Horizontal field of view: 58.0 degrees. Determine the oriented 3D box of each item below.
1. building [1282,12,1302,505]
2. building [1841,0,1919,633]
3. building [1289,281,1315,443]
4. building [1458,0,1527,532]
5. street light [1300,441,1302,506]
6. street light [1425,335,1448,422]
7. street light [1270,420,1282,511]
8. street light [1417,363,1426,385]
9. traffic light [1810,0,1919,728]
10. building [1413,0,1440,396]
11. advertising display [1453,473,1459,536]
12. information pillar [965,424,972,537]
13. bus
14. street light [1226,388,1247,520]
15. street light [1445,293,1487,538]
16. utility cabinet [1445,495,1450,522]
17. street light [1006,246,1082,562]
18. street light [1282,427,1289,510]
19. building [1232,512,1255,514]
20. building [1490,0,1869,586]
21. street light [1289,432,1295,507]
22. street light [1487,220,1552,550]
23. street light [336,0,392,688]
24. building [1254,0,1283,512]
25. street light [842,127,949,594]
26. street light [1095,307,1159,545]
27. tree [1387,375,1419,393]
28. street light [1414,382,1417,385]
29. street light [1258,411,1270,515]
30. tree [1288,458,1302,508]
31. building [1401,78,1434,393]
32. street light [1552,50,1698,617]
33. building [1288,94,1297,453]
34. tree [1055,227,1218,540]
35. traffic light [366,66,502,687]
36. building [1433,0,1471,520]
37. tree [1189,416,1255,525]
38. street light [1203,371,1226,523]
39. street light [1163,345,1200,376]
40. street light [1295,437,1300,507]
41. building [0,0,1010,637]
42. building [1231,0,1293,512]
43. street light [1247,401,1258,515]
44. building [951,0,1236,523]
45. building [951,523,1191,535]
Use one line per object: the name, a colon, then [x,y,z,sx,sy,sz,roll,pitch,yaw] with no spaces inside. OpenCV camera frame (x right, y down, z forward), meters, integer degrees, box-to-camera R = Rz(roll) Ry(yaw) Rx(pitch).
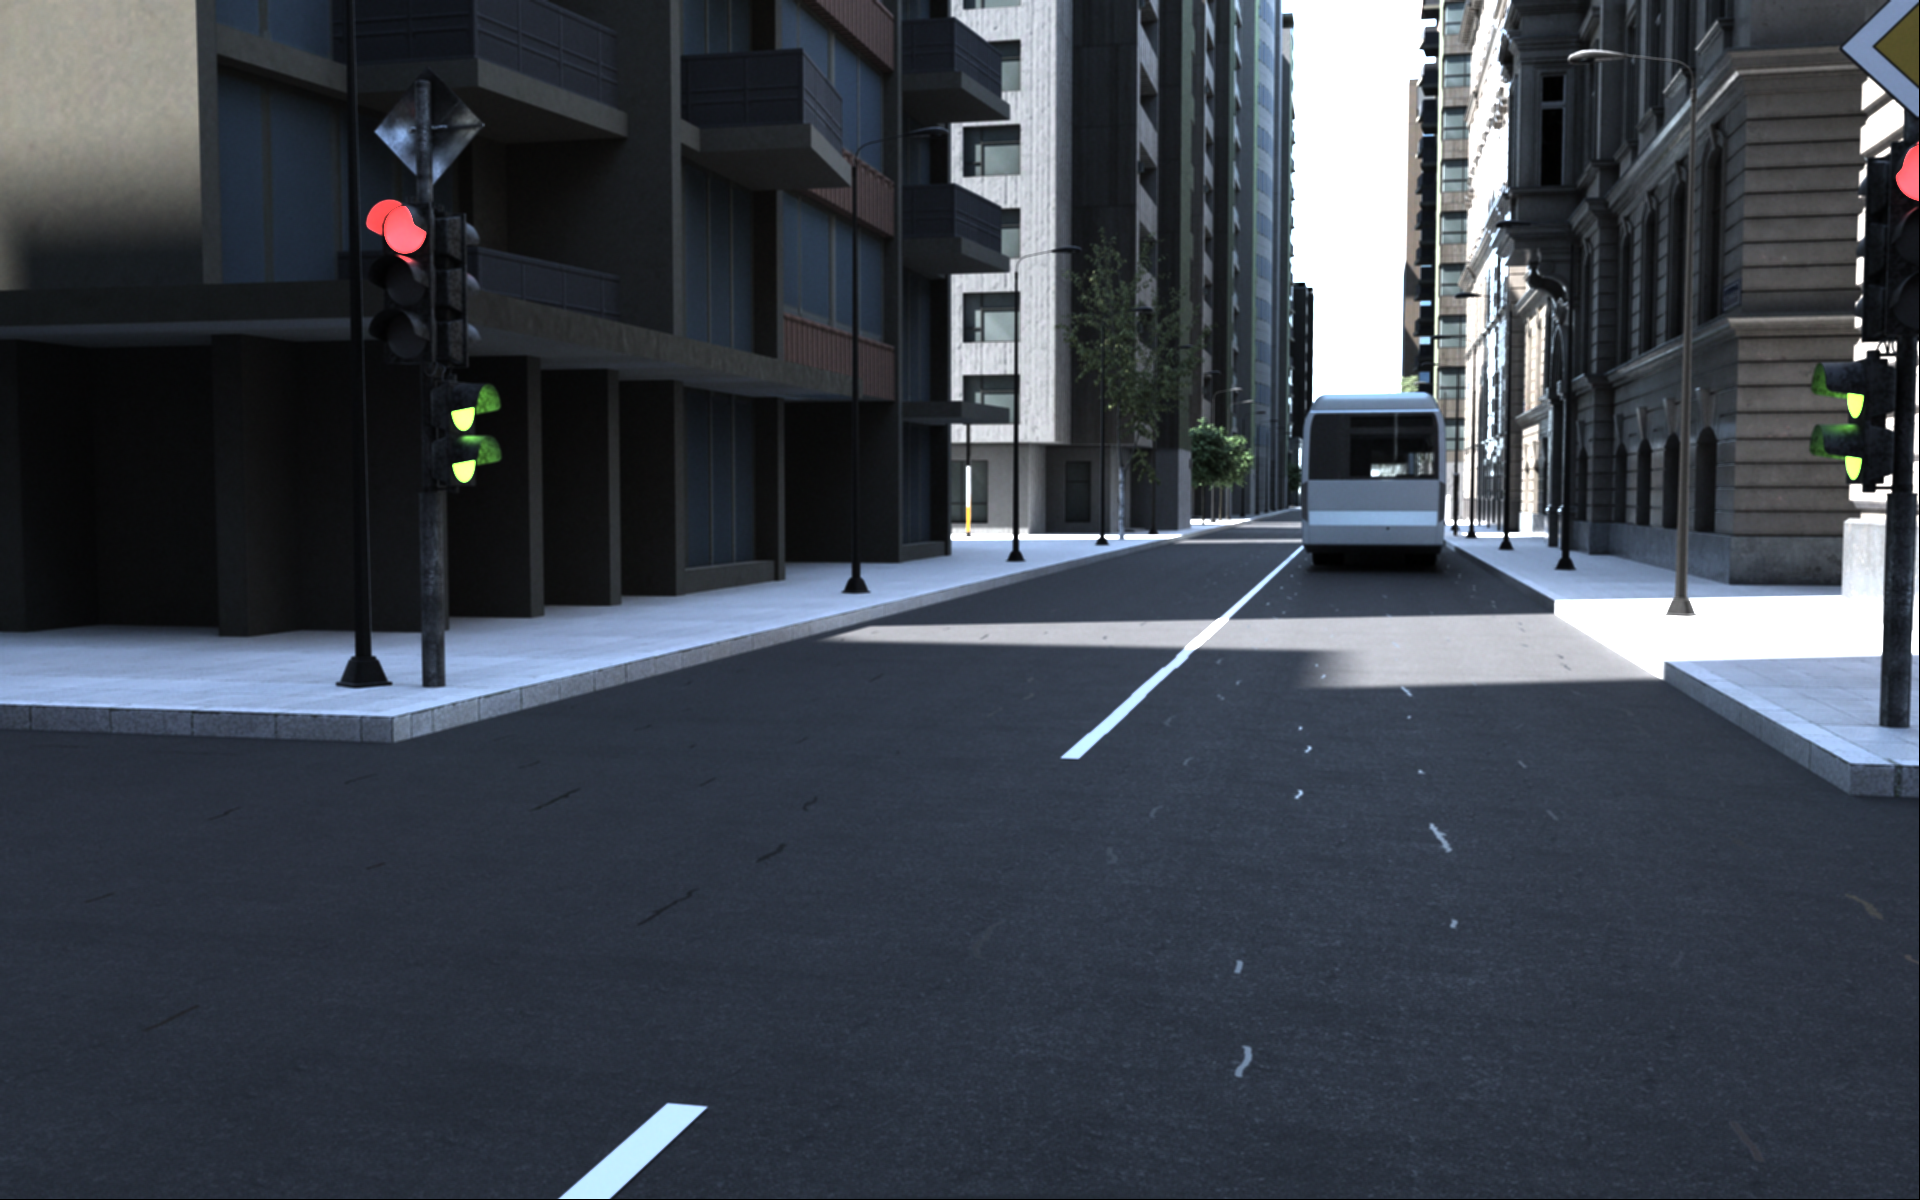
building: [30.864,-54.921,210.634,22.319,86.520,31.000,1,4,13]
building: [17.387,-11.149,11.164,19.941,23.489,11.050,1,4,13]
building: [40.315,-28.240,233.426,14.160,30.474,14.107,1,4,13]
building: [26.533,-16.562,68.054,12.463,27.353,25.104,1,4,13]
street light: [29.229,-10.962,151.772,1.470,5.913,1.316,1,4,13]
street light: [14.441,-4.776,50.629,1.470,5.913,1.316,1,4,13]
street light: [19.170,-8.307,108.353,1.470,5.913,1.316,1,4,13]
street light: [16.992,-5.424,61.229,1.470,5.913,1.316,1,4,13]
traffic light: [5.144,-1.256,9.455,0.839,4.253,0.868,1,4,13]
building: [48.231,-29.656,139.498,22.147,44.769,28.867,1,4,13]
advertising display: [15.397,-2.969,53.750,0.123,1.923,0.974,1,4,18]
information pillar: [0.262,-3.674,51.424,0.183,3.616,0.504,0,4,6]
bus: [9.123,-2.635,37.938,2.948,3.499,13.247,1,4,14]
street light: [11.713,-6.345,76.277,1.470,5.913,1.316,1,4,13]
street light: [12.091,-4.124,39.965,1.470,5.913,1.316,1,4,13]
utility cabinet: [22.218,-4.160,79.178,0.306,1.237,1.020,1,4,12]
street light: [1.591,-3.682,32.739,1.470,5.913,1.316,1,4,13]
street light: [21.769,-9.003,119.735,1.470,5.913,1.316,1,4,13]
building: [11.100,-25.965,108.119,14.154,41.232,14.086,1,4,13]
building: [19.720,-13.454,39.061,14.460,24.649,34.723,1,4,13]
street light: [24.200,-9.646,130.260,1.470,5.913,1.316,1,4,13]
street light: [9.773,-3.478,29.414,1.470,5.913,1.316,1,4,13]
street light: [-3.473,-2.372,11.316,1.470,5.913,1.316,1,4,13]
building: [12.614,-35.897,128.908,21.231,58.520,28.212,1,4,13]
street light: [-0.825,-3.038,22.210,1.470,5.913,1.316,1,4,13]
street light: [4.099,-4.324,43.246,1.470,5.913,1.316,1,4,13]
tree: [42.500,-15.122,165.367,7.486,12.596,7.792,0,3,0]
street light: [19.487,-6.067,71.739,1.470,5.913,1.316,1,4,13]
street light: [16.488,-7.642,97.487,1.470,5.913,1.316,1,4,13]
tree: [30.389,-10.771,159.821,4.285,4.588,4.351,0,3,0]
building: [53.748,-32.533,182.018,14.600,45.320,14.200,1,4,13]
street light: [7.065,-2.792,18.194,1.470,5.913,1.316,1,4,13]
building: [23.729,-32.274,182.303,22.147,44.769,28.867,1,4,13]
tree: [4.775,-5.998,48.434,4.737,8.622,4.395,0,3,0]
traffic light: [-3.494,-1.377,11.431,0.839,4.253,0.868,1,4,13]
building: [31.916,-19.463,89.923,14.160,30.474,14.107,1,4,13]
tree: [10.113,-5.428,72.454,4.285,4.588,4.351,0,3,0]
street light: [9.154,-5.696,65.666,1.470,5.913,1.316,1,4,13]
street light: [6.621,-4.999,54.269,1.470,5.913,1.316,1,4,13]
street light: [26.721,-10.320,141.265,1.470,5.913,1.316,1,4,13]
building: [-11.427,-22.899,29.032,22.147,44.769,28.867,1,4,13]
building: [21.038,-28.475,149.159,14.154,41.232,14.086,1,4,13]
street light: [13.923,-6.958,86.296,1.470,5.913,1.316,1,4,13]
building: [7.217,-19.679,93.446,14.160,30.474,14.107,1,4,13]
building: [0.394,-17.621,59.809,14.160,30.474,14.107,1,4,13]
